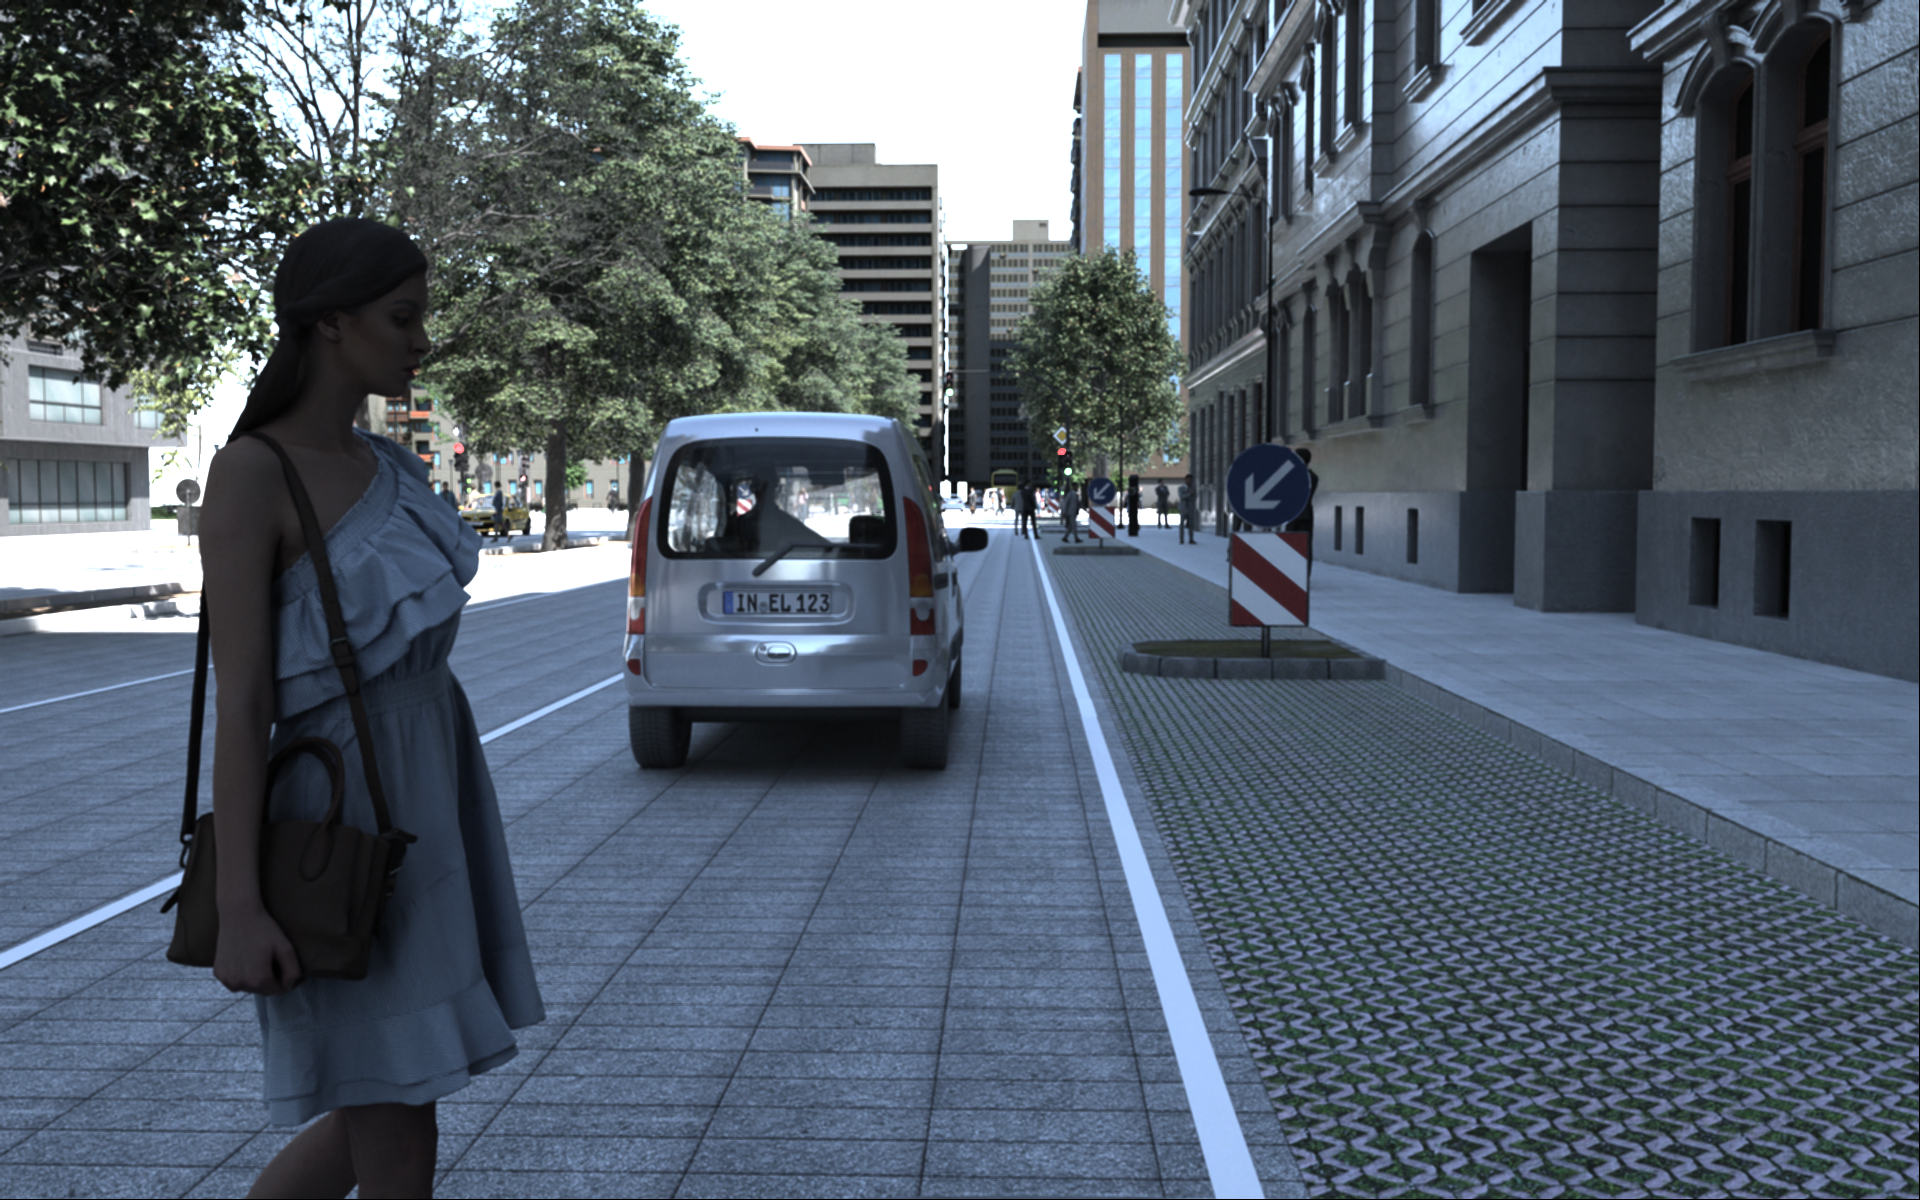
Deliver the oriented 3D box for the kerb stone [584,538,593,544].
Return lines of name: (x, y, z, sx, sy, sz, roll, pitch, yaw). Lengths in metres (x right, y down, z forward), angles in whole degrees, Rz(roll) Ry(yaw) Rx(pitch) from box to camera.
kerb stone: (-10.683, -1.652, 49.230, 0.120, 0.150, 1.000, 0, 4, 2)

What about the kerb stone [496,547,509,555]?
kerb stone: (-10.961, -1.152, 41.024, 0.120, 0.150, 1.000, 0, 4, 2)

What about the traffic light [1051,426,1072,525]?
traffic light: (4.208, -5.062, 71.683, 0.839, 4.253, 0.868, 0, 4, 2)

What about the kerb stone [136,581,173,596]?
kerb stone: (-11.514, -0.141, 24.590, 0.120, 0.150, 1.000, 0, 4, 2)

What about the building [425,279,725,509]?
building: (-31.516, -19.456, 163.139, 27.650, 21.520, 28.899, 0, 4, 2)

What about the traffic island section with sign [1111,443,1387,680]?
traffic island section with sign: (2.315, -0.343, 14.238, 1.989, 1.847, 2.006, 0, 4, 2)

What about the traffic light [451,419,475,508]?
traffic light: (-18.511, -4.619, 64.443, 0.839, 4.253, 0.868, 0, 4, 2)

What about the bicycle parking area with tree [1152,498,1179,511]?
bicycle parking area with tree: (18.443, -8.901, 132.536, 9.016, 4.147, 8.231, 1, 4, 21)

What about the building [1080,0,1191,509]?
building: (17.895, -30.848, 154.473, 14.600, 45.320, 14.200, 0, 4, 2)

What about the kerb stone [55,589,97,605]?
kerb stone: (-11.594, -0.021, 22.544, 0.120, 0.150, 1.000, 0, 4, 2)

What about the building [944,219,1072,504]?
building: (9.998, -33.972, 247.322, 23.993, 40.220, 32.217, 0, 4, 2)

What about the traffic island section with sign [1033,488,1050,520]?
traffic island section with sign: (5.103, -5.394, 96.812, 1.989, 1.847, 2.006, 0, 4, 2)

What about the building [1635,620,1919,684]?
building: (12.498, -13.304, 4.916, 14.401, 28.519, 23.554, 0, 4, 2)

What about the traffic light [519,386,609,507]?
traffic light: (-16.147, -5.977, 72.388, 4.771, 5.953, 1.251, 0, 4, 2)

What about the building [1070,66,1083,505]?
building: (22.465, -31.894, 176.086, 22.147, 44.769, 28.867, 0, 4, 2)

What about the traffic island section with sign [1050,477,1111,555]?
traffic island section with sign: (3.222, -1.991, 41.178, 1.989, 1.847, 2.006, 0, 4, 2)

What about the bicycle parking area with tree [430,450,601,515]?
bicycle parking area with tree: (-28.496, -7.518, 109.920, 9.016, 4.147, 8.231, 1, 4, 14)

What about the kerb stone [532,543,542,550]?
kerb stone: (-10.851, -1.339, 44.094, 0.120, 0.150, 1.000, 0, 4, 2)

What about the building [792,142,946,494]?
building: (-13.007, -37.787, 241.513, 21.600, 48.544, 21.300, 0, 4, 2)

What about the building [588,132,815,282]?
building: (-31.176, -34.026, 210.945, 28.867, 44.769, 22.147, 0, 4, 2)

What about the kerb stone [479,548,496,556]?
kerb stone: (-10.992, -1.086, 40.001, 0.120, 0.150, 1.000, 0, 4, 2)

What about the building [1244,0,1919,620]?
building: (12.894, -14.762, 28.754, 14.401, 28.519, 23.554, 0, 4, 2)

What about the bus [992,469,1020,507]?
bus: (4.483, -10.959, 170.719, 2.896, 3.916, 12.252, 0, 4, 2)

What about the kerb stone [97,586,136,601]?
kerb stone: (-11.560, -0.084, 23.565, 0.120, 0.150, 1.000, 0, 4, 2)

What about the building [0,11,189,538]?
building: (-33.822, -22.729, 55.221, 14.086, 41.232, 14.154, 0, 4, 2)

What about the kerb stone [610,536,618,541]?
kerb stone: (-10.587, -1.841, 52.299, 0.120, 0.150, 1.000, 0, 4, 2)

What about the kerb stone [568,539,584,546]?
kerb stone: (-10.713, -1.589, 48.209, 0.120, 0.150, 1.000, 0, 4, 2)

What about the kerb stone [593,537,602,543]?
kerb stone: (-10.645, -1.715, 50.256, 0.120, 0.150, 1.000, 0, 4, 2)

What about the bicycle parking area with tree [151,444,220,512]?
bicycle parking area with tree: (-43.911, -6.715, 96.799, 8.231, 4.147, 9.016, -3, 5, -39)

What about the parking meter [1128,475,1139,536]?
parking meter: (5.282, -2.876, 52.727, 0.255, 1.863, 0.399, 1, 4, 13)

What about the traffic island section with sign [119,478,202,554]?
traffic island section with sign: (-18.989, -2.046, 42.077, 1.989, 1.847, 2.006, 0, 4, 2)

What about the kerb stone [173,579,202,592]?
kerb stone: (-11.486, -0.210, 25.623, 0.120, 0.150, 1.000, 0, 4, 2)

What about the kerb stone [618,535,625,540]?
kerb stone: (-10.541, -1.904, 53.324, 0.120, 0.150, 1.000, 0, 4, 2)

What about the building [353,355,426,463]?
building: (-60.136, -22.315, 209.884, 28.899, 21.520, 27.650, 0, 4, 2)

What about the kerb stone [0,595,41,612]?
kerb stone: (-11.618, 0.041, 21.522, 0.120, 0.150, 1.000, 0, 4, 2)

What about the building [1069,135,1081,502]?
building: (24.242, -35.836, 205.519, 23.786, 49.044, 30.456, 0, 4, 2)

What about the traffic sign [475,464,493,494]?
traffic sign: (-19.954, -4.432, 72.566, 0.768, 2.556, 0.104, 0, 4, 5)

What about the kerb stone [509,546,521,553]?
kerb stone: (-10.923, -1.214, 42.050, 0.120, 0.150, 1.000, 0, 4, 2)

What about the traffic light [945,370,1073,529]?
traffic light: (1.844, -5.441, 63.631, 4.771, 5.953, 1.251, 0, 4, 2)

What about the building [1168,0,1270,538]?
building: (12.840, -13.156, 51.261, 11.583, 22.565, 21.152, 0, 4, 2)

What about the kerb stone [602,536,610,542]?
kerb stone: (-10.616, -1.779, 51.278, 0.120, 0.150, 1.000, 0, 4, 2)

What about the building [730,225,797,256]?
building: (-25.077, -25.267, 184.813, 14.160, 30.474, 14.107, 0, 4, 2)

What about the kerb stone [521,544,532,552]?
kerb stone: (-10.898, -1.277, 43.073, 0.120, 0.150, 1.000, 0, 4, 2)

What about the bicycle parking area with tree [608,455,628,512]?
bicycle parking area with tree: (-26.989, -8.371, 123.867, 8.231, 4.147, 9.016, -1, 4, -16)

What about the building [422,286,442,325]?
building: (-74.143, -28.690, 240.774, 14.107, 30.474, 14.160, 0, 4, 2)
